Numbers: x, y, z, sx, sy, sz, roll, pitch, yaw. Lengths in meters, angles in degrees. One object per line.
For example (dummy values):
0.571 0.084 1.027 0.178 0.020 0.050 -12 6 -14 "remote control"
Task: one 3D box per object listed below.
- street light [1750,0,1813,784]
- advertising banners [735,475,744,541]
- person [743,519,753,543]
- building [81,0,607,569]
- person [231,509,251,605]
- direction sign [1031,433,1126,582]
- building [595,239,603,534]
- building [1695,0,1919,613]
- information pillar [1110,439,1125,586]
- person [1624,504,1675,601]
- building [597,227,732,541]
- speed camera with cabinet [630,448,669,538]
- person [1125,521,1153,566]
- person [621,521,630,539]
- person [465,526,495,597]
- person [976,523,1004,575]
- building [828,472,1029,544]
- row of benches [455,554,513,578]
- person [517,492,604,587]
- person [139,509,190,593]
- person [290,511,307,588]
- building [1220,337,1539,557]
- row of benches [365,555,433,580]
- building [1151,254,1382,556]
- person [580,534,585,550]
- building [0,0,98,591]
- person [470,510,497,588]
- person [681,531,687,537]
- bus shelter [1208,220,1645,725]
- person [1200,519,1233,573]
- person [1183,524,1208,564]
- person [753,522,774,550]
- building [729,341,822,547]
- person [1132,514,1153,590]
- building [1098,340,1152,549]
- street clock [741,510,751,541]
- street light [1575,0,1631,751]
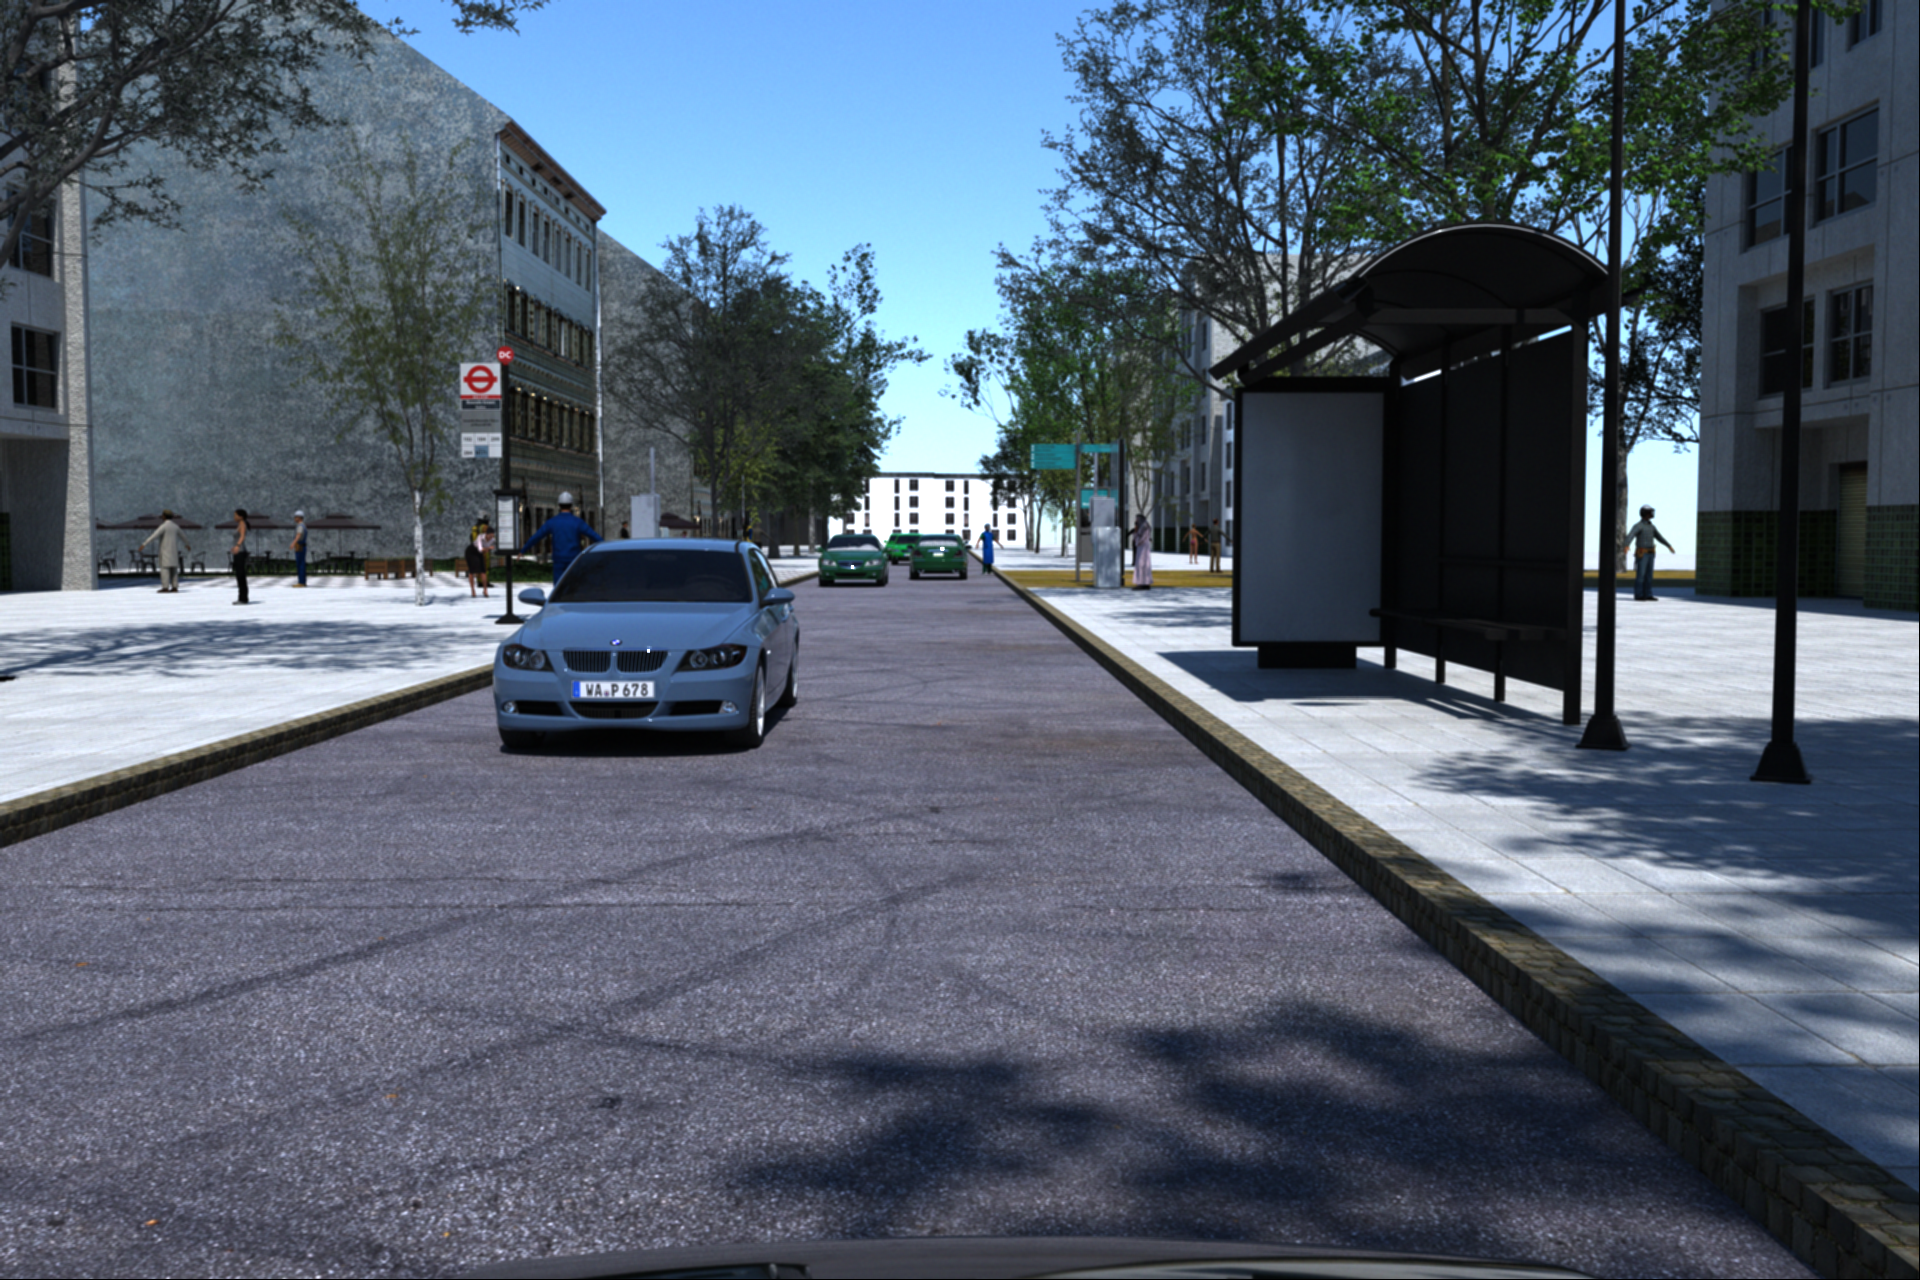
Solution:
4.834 -2.222 8.867 1.470 5.913 1.316 0 4 0 "street light"
-6.403 -3.322 50.508 0.090 3.025 2.074 0 4 -1 "advertising banners"
-7.091 -3.162 57.664 0.705 1.833 1.349 -1 4 -18 "person"
-26.130 -14.743 71.985 19.493 23.208 18.063 0 4 -1 "building"
-13.197 -1.514 31.570 0.721 1.737 1.217 -2 4 -24 "person"
3.149 -3.459 45.311 2.525 3.948 1.411 0 4 -2 "direction sign"
-27.644 -14.746 97.521 16.016 20.090 11.380 0 4 -1 "building"
24.031 -9.419 20.465 16.747 18.905 31.486 0 4 0 "building"
3.945 -3.187 43.429 0.184 3.620 1.656 0 4 -2 "information pillar"
13.182 -1.677 33.260 1.345 1.849 0.704 -2 4 -28 "person"
-26.481 -17.691 120.172 19.493 23.208 18.063 0 4 0 "building"
-7.237 -2.819 40.419 0.660 3.252 2.038 0 4 -1 "speed camera with cabinet"
7.053 -3.847 69.087 1.347 1.806 0.705 -1 4 -9 "person"
-14.147 -4.118 73.259 0.705 1.837 1.347 0 4 4 "person"
-9.635 -1.572 34.938 0.799 1.438 0.628 1 4 9 "person"
0.999 -3.218 61.194 0.704 1.817 1.347 3 5 45 "person"
-4.149 -17.828 236.098 28.070 9.664 9.099 -1 4 -9 "building"
-14.500 -2.282 52.777 1.422 0.672 4.104 0 4 1 "row of benches"
-5.274 -1.061 23.228 1.347 1.842 0.705 0 4 -5 "person"
-17.370 -1.949 37.960 0.704 1.819 1.344 2 4 24 "person"
-15.909 -2.192 41.695 0.705 1.847 1.347 -1 4 -12 "person"
19.879 -8.903 87.718 9.099 9.664 28.070 0 4 0 "building"
-16.216 -2.116 50.063 1.422 0.672 4.104 0 4 1 "row of benches"
23.194 -15.387 118.042 16.747 18.905 31.486 0 3 0 "building"
-12.457 -3.064 56.227 0.704 1.812 1.346 -3 4 -37 "person"
-27.828 -9.580 23.090 16.747 18.905 31.486 0 4 -1 "building"
-11.439 -2.196 41.680 1.354 1.858 0.705 3 5 43 "person"
-11.479 -3.884 72.773 0.599 1.433 0.991 -1 4 -18 "person"
3.394 -1.227 13.978 2.014 3.302 5.546 0 3 0 "bus shelter"
8.493 -3.131 57.459 1.348 1.796 0.705 3 5 42 "person"
10.148 -4.163 74.874 1.217 1.733 0.721 3 4 37 "person"
-8.621 -4.136 73.760 1.348 1.813 0.705 0 4 5 "person"
-29.826 -21.029 187.793 27.936 21.610 32.646 0 4 -1 "building"
4.165 -2.023 39.789 0.621 1.740 0.551 -1 4 -19 "person"
22.902 -18.297 165.606 16.747 18.905 31.486 0 4 0 "building"
-6.527 -2.945 52.713 0.358 2.002 0.471 0 4 1 "street clock"
4.411 -2.305 10.236 1.470 5.913 1.316 0 4 -1 "street light"
